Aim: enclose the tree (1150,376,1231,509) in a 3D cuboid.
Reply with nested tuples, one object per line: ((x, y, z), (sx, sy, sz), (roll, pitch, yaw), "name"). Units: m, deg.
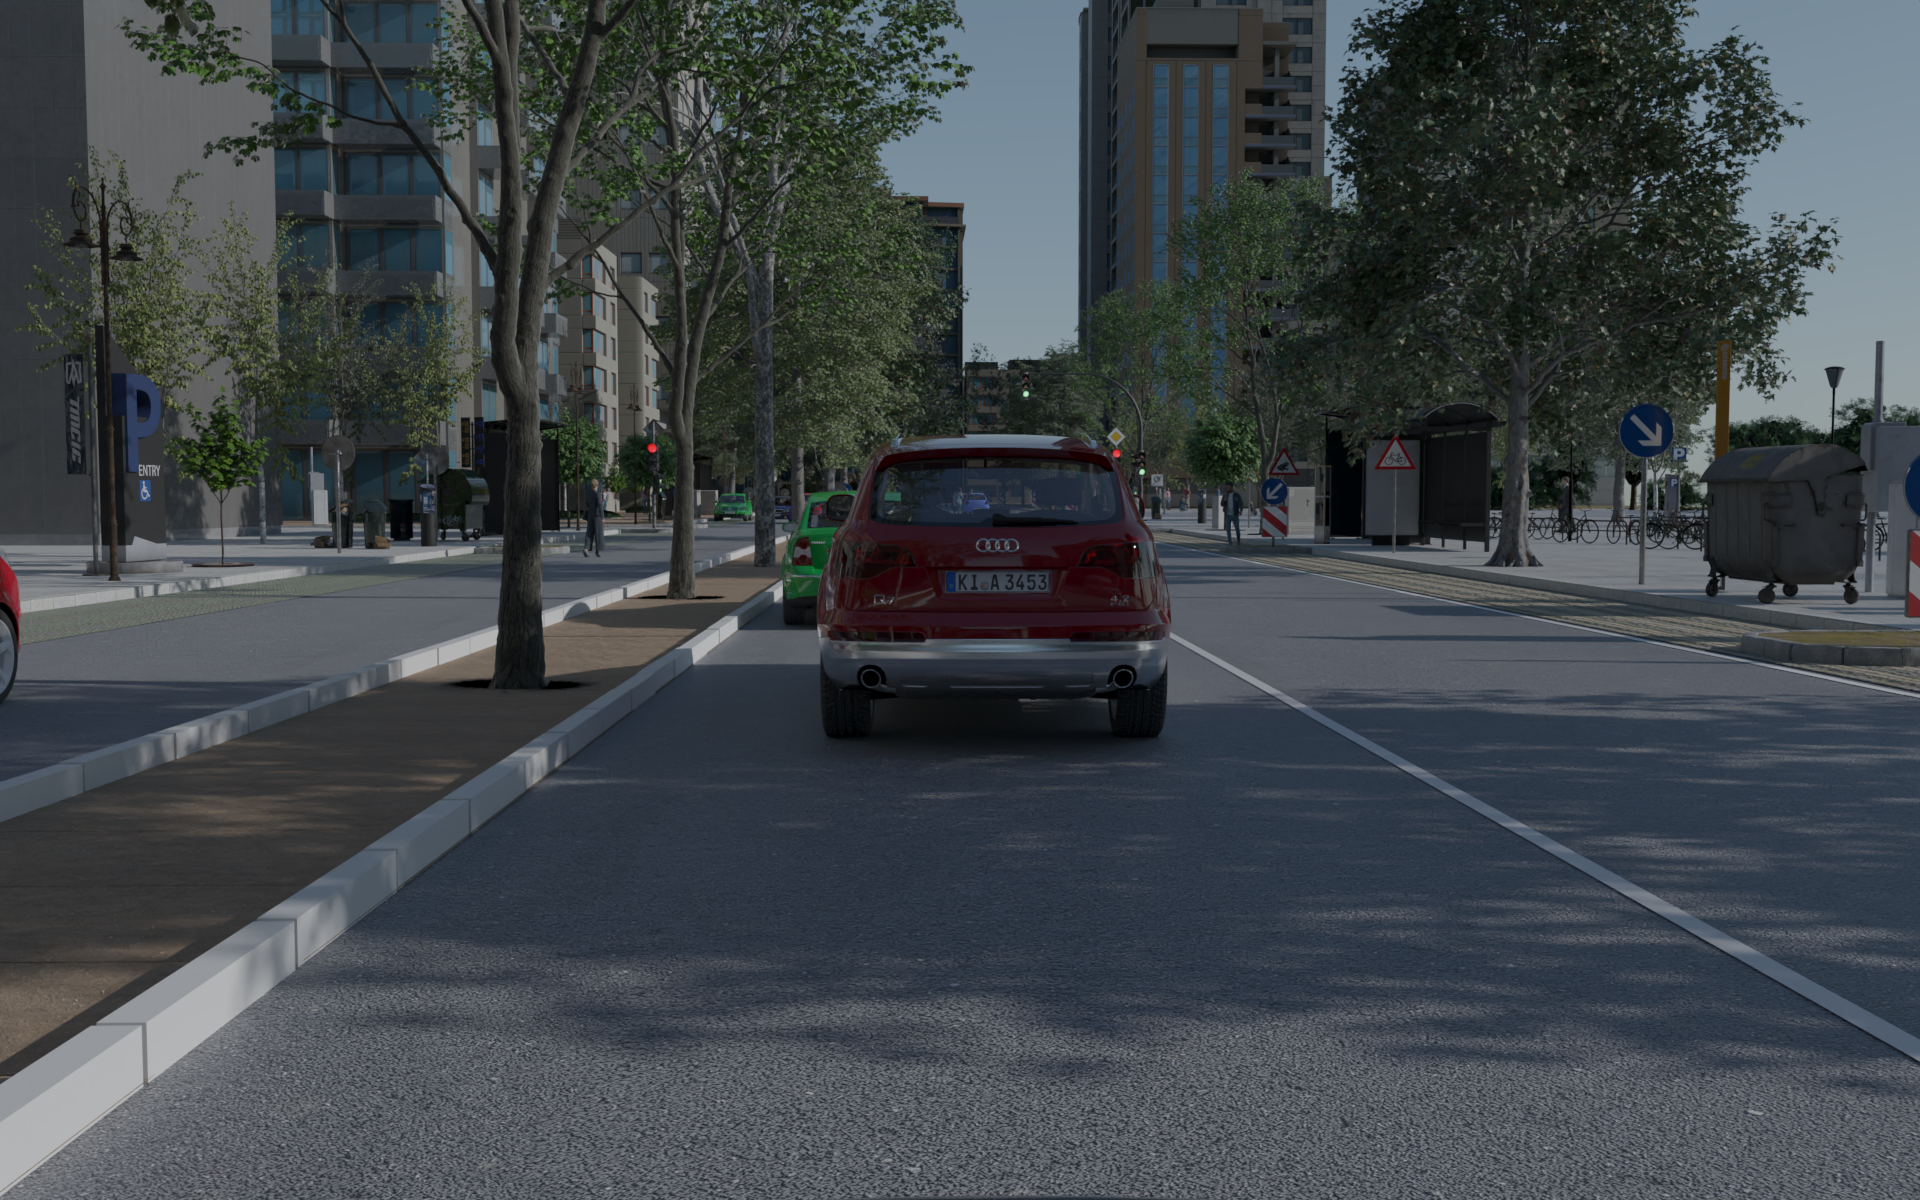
((14.448, -9.361, 103.419), (4.737, 8.622, 4.395), (0, 3, 0), "tree")

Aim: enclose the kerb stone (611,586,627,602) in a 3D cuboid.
((-4.622, -0.057, 23.122), (0.120, 0.150, 1.000), (0, 4, -1), "kerb stone")

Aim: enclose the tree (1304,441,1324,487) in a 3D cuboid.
((30.042, -11.686, 141.420), (4.737, 8.622, 4.395), (0, 3, 0), "tree")

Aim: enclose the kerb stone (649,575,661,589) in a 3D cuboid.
((-4.697, -0.245, 26.195), (0.120, 0.150, 1.000), (0, 4, -1), "kerb stone")

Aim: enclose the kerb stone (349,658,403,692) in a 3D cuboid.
((-4.365, 0.571, 12.866), (0.120, 0.150, 1.000), (0, 4, -1), "kerb stone")

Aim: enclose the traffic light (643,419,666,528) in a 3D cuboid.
((-11.402, -4.627, 64.576), (0.839, 4.253, 0.868), (0, 4, -1), "traffic light")

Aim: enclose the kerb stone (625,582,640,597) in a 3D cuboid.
((-4.645, -0.118, 24.146), (0.120, 0.150, 1.000), (0, 4, -1), "kerb stone")

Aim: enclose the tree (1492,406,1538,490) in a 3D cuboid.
((29.538, -8.656, 91.891), (4.737, 8.622, 4.395), (0, 3, 0), "tree")

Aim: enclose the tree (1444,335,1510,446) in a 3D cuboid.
((22.811, -7.668, 75.726), (4.360, 8.622, 3.978), (0, 3, 0), "tree")

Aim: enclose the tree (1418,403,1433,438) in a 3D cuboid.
((33.923, -10.984, 129.944), (4.737, 8.622, 4.395), (0, 3, 0), "tree")

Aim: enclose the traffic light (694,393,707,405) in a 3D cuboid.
((-9.516, -5.993, 72.646), (4.771, 5.953, 1.251), (0, 4, -1), "traffic light")

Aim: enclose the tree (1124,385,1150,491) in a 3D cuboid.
((13.389, -10.087, 115.291), (4.737, 8.622, 4.395), (0, 3, 0), "tree")

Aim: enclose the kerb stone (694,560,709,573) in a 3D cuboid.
((-4.859, -0.617, 32.353), (0.120, 0.150, 1.000), (0, 4, -1), "kerb stone")

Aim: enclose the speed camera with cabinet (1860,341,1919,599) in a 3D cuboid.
((11.949, -1.676, 21.737), (0.660, 3.252, 2.038), (1, 4, 9), "speed camera with cabinet")

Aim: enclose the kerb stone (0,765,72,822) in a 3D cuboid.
((-4.227, 0.887, 7.755), (0.120, 0.150, 1.000), (0, 4, -1), "kerb stone")

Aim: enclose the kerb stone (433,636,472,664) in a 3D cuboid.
((-4.409, 0.446, 14.909), (0.120, 0.150, 1.000), (0, 4, -1), "kerb stone")

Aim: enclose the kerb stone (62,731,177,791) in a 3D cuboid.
((-4.258, 0.821, 8.777), (0.120, 0.150, 1.000), (0, 4, -1), "kerb stone")

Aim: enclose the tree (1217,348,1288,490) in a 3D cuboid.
((15.625, -8.396, 87.631), (4.360, 8.622, 3.978), (0, 3, 0), "tree")

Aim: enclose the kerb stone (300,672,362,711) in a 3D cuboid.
((-4.330, 0.635, 11.845), (0.120, 0.150, 1.000), (0, 4, -1), "kerb stone")

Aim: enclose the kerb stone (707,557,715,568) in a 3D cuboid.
((-4.888, -0.684, 33.383), (0.120, 0.150, 1.000), (0, 4, -1), "kerb stone")

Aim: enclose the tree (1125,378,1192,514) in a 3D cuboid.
((12.641, -9.691, 108.805), (4.360, 8.622, 3.978), (0, 3, 0), "tree")

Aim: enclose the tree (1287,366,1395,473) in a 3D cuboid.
((18.734, -8.080, 82.463), (4.360, 8.622, 3.978), (0, 3, 0), "tree")

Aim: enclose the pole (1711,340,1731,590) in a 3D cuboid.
((10.165, -1.791, 23.134), (0.158, 3.312, 0.155), (0, 3, 0), "pole")

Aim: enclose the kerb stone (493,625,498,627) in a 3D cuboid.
((-4.469, 0.320, 16.958), (0.120, 0.150, 1.000), (0, 4, -1), "kerb stone")

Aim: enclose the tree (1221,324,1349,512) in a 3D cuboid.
((17.694, -9.838, 95.258), (7.601, 10.594, 8.767), (2, 4, 33), "tree")

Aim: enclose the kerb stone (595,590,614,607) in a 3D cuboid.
((-4.596, 0.006, 22.095), (0.120, 0.150, 1.000), (0, 4, -1), "kerb stone")

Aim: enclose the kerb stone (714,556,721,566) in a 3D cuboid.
((-4.910, -0.746, 34.408), (0.120, 0.150, 1.000), (0, 4, -1), "kerb stone")

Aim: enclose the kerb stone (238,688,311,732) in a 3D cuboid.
((-4.309, 0.696, 10.820), (0.120, 0.150, 1.000), (0, 4, -1), "kerb stone")

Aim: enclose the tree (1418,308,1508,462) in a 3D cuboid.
((29.460, -11.091, 99.458), (7.486, 12.596, 7.792), (0, 3, 0), "tree")

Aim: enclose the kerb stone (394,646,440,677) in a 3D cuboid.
((-4.390, 0.508, 13.887), (0.120, 0.150, 1.000), (0, 4, -1), "kerb stone")

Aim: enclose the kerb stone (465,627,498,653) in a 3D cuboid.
((-4.438, 0.383, 15.936), (0.120, 0.150, 1.000), (0, 4, -1), "kerb stone")

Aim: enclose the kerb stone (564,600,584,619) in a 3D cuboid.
((-4.541, 0.132, 20.034), (0.120, 0.150, 1.000), (0, 4, -1), "kerb stone")

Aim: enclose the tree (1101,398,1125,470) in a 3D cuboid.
((12.469, -10.907, 128.687), (4.737, 8.622, 4.395), (0, 3, 0), "tree")

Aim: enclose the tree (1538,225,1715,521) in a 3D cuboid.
((31.757, -10.775, 82.832), (9.857, 13.997, 8.962), (0, 3, 0), "tree")

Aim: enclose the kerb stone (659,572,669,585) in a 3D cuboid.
((-4.730, -0.307, 27.221), (0.120, 0.150, 1.000), (0, 4, -1), "kerb stone")

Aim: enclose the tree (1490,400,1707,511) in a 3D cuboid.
((49.520, -14.406, 137.366), (18.604, 14.587, 13.155), (0, 4, -2), "tree")

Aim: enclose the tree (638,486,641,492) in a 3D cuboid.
((-23.892, -8.066, 126.484), (1.663, 3.219, 1.824), (0, 3, 0), "tree")

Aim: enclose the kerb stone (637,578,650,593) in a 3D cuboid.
((-4.677, -0.182, 25.173), (0.120, 0.150, 1.000), (0, 4, -1), "kerb stone")

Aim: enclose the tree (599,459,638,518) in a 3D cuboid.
((-18.978, -6.118, 94.624), (1.663, 3.219, 1.824), (0, 3, 0), "tree")

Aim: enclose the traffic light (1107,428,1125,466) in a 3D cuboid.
((6.550, -5.145, 73.034), (0.839, 4.253, 0.868), (0, 4, -1), "traffic light")

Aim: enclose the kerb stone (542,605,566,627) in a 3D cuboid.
((-4.515, 0.195, 19.013), (0.120, 0.150, 1.000), (0, 4, -1), "kerb stone")

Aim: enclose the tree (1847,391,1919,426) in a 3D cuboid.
((54.111, -8.258, 97.926), (20.602, 7.101, 11.467), (0, 4, 3), "tree")

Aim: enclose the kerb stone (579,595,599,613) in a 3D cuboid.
((-4.577, 0.069, 21.068), (0.120, 0.150, 1.000), (0, 4, -1), "kerb stone")

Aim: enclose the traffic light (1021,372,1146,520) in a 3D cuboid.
((4.664, -5.516, 64.857), (4.771, 5.953, 1.251), (0, 4, -1), "traffic light")

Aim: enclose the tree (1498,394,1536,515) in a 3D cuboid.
((32.116, -11.685, 116.798), (9.928, 11.665, 9.643), (0, 3, 0), "tree")

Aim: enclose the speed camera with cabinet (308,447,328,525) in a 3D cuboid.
((-26.815, -4.772, 72.352), (0.660, 3.252, 2.038), (-2, 4, -25), "speed camera with cabinet")

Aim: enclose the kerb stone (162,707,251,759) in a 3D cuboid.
((-4.280, 0.758, 9.798), (0.120, 0.150, 1.000), (0, 4, -1), "kerb stone")
